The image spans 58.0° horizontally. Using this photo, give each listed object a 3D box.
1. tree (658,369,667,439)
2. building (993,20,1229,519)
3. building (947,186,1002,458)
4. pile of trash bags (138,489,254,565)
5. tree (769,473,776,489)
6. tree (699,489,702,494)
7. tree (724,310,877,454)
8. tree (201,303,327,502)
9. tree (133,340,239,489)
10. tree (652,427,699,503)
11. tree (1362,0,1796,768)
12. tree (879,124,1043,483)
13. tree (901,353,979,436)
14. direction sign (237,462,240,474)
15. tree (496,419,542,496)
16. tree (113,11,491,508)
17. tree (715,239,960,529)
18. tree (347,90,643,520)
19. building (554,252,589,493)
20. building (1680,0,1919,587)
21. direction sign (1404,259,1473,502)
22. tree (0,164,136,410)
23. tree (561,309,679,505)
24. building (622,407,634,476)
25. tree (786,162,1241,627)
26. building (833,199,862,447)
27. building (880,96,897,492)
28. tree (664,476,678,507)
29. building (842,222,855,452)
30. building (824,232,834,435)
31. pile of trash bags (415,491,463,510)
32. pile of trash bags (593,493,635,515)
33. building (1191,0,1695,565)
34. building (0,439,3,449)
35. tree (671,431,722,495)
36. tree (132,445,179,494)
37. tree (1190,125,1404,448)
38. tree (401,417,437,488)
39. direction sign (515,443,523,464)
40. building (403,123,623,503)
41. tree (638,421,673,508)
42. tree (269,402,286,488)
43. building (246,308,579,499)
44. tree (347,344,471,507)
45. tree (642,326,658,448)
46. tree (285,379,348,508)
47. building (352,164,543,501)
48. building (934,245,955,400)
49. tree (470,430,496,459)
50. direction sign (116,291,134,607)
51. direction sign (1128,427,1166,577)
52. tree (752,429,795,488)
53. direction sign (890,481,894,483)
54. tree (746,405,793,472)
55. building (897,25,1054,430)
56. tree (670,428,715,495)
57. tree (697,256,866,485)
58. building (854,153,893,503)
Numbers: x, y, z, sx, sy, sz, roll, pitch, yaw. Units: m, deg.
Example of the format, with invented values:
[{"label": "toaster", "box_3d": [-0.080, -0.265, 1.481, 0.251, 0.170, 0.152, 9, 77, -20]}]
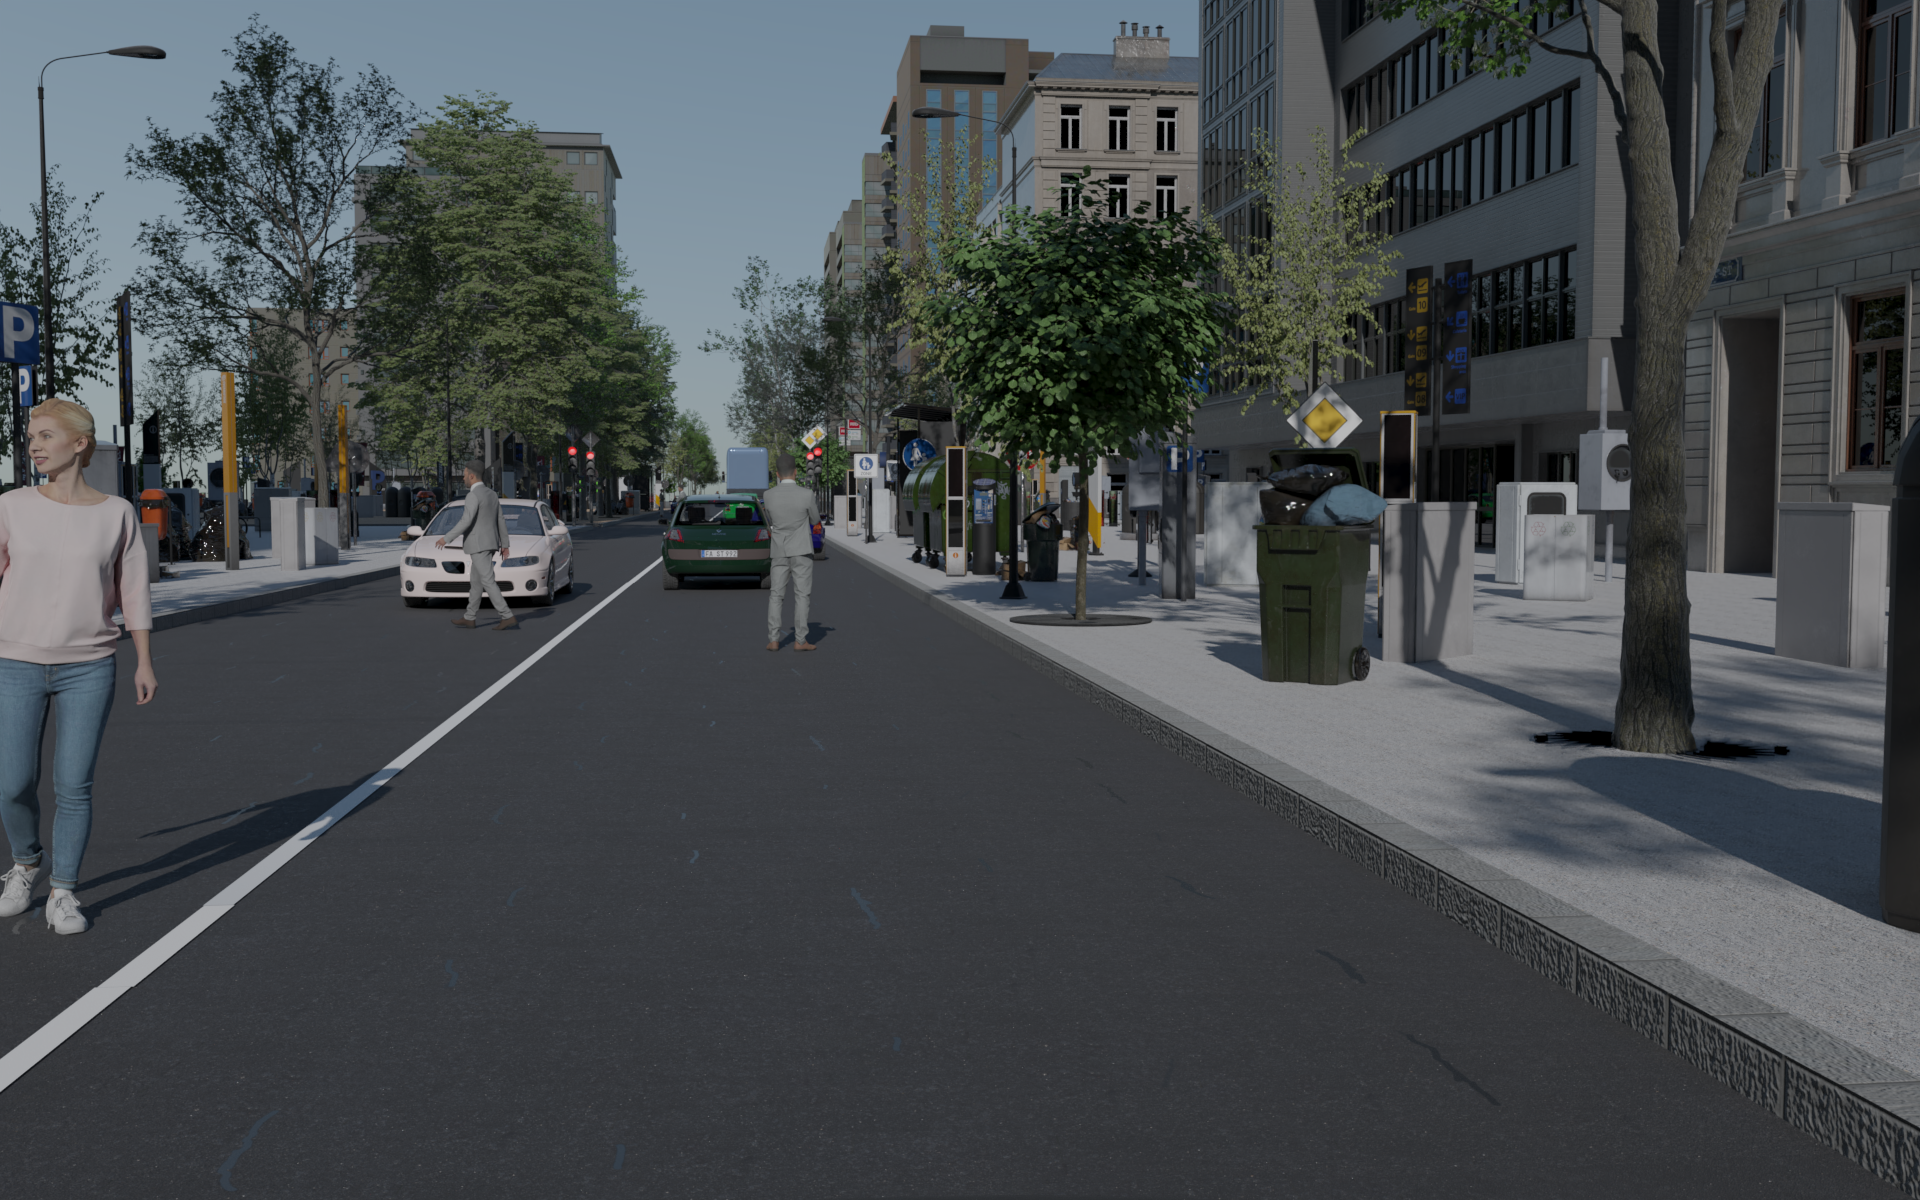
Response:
[{"label": "tree", "box_3d": [-20.583, -11.174, 100.818, 7.486, 12.596, 7.792, 0, 3, 0]}, {"label": "building", "box_3d": [15.146, -18.321, 96.817, 25.104, 27.353, 12.463, 0, 4, -7]}, {"label": "building", "box_3d": [5.331, -15.701, 111.469, 10.420, 20.320, 16.860, 0, 4, -7]}, {"label": "pile of trash bags", "box_3d": [-14.695, -1.405, 32.728, 1.912, 1.369, 3.447, 0, 4, -7]}, {"label": "tree", "box_3d": [-6.707, -6.008, 81.945, 4.285, 4.588, 4.351, 0, 3, 0]}, {"label": "tree", "box_3d": [-44.808, -21.337, 299.225, 4.737, 8.622, 4.395, 0, 3, 0]}, {"label": "tree", "box_3d": [-10.527, -12.555, 115.638, 12.009, 13.543, 11.850, 0, 3, 0]}, {"label": "tree", "box_3d": [-25.798, -6.999, 64.791, 4.737, 8.622, 4.395, 0, 3, 0]}, {"label": "tree", "box_3d": [-37.417, -8.164, 83.848, 4.360, 8.622, 3.978, 0, 3, 0]}, {"label": "tree", "box_3d": [-32.059, -14.700, 190.710, 4.737, 8.622, 4.395, 0, 3, 0]}, {"label": "tree", "box_3d": [3.671, -5.058, 8.449, 9.928, 11.665, 9.643, 0, 3, 0]}, {"label": "tree", "box_3d": [0.184, -5.166, 34.822, 4.737, 8.622, 4.395, 0, 3, 0]}, {"label": "tree", "box_3d": [-1.042, -8.741, 93.271, 4.360, 8.622, 3.978, 0, 3, 0]}, {"label": "direction sign", "box_3d": [-50.317, -7.833, 120.073, 0.876, 3.537, 0.379, 1, 4, 14]}, {"label": "tree", "box_3d": [-36.990, -11.937, 145.531, 4.360, 8.622, 3.978, 0, 3, 0]}, {"label": "tree", "box_3d": [-13.040, -6.120, 34.468, 7.601, 10.594, 8.767, -1, 4, -20]}, {"label": "tree", "box_3d": [-3.125, -7.893, 63.467, 7.601, 10.594, 8.767, 2, 4, 31]}, {"label": "tree", "box_3d": [-13.318, -8.024, 49.320, 7.486, 12.596, 7.792, 0, 3, 0]}, {"label": "building", "box_3d": [-50.217, -26.099, 198.412, 14.160, 30.474, 14.107, 0, 4, -7]}, {"label": "building", "box_3d": [18.295, -11.199, 19.265, 11.583, 22.565, 21.152, 0, 4, -7]}, {"label": "direction sign", "box_3d": [4.712, -1.538, 17.151, 0.379, 3.537, 0.876, -2, 4, -29]}, {"label": "tree", "box_3d": [-20.946, -5.433, 39.200, 4.737, 8.622, 4.395, 0, 3, 0]}, {"label": "tree", "box_3d": [-22.336, -12.546, 111.782, 9.857, 13.997, 8.962, 0, 3, 0]}, {"label": "building", "box_3d": [-67.934, -26.837, 283.818, 27.650, 21.520, 28.899, 0, 4, -7]}, {"label": "tree", "box_3d": [1.152, -2.051, 17.243, 4.285, 4.588, 4.351, 0, 3, 0]}, {"label": "building", "box_3d": [-8.785, -40.177, 280.593, 21.300, 48.544, 21.600, 0, 4, -7]}, {"label": "building", "box_3d": [2.760, -32.760, 190.246, 22.147, 44.769, 28.867, 0, 4, -7]}, {"label": "tree", "box_3d": [-28.055, -10.520, 166.603, 1.663, 3.219, 1.824, 0, 3, 0]}, {"label": "building", "box_3d": [-10.847, -35.390, 262.218, 14.154, 41.232, 14.086, 0, 4, -7]}, {"label": "building", "box_3d": [-12.514, -41.494, 302.132, 21.300, 48.544, 21.600, 0, 4, -7]}, {"label": "pile of trash bags", "box_3d": [-15.409, -2.662, 53.269, 1.912, 1.369, 3.447, 2, 4, 25]}, {"label": "pile of trash bags", "box_3d": [-20.999, -5.899, 106.196, 1.912, 1.369, 3.447, -3, 5, -44]}, {"label": "building", "box_3d": [16.672, -13.862, 45.718, 14.314, 24.678, 30.058, 0, 4, -7]}, {"label": "building", "box_3d": [-42.959, -23.611, 40.657, 28.867, 44.769, 22.147, 0, 4, -7]}, {"label": "tree", "box_3d": [-44.297, -22.821, 290.122, 9.611, 12.733, 9.660, 0, 3, 0]}, {"label": "tree", "box_3d": [-27.618, -3.919, 58.685, 1.663, 3.219, 1.824, 0, 3, 0]}, {"label": "tree", "box_3d": [6.684, -5.108, 33.876, 4.737, 8.622, 4.395, 0, 3, 0]}, {"label": "tree", "box_3d": [-44.599, -11.840, 143.947, 4.737, 8.622, 4.395, 0, 3, 0]}, {"label": "direction sign", "box_3d": [-19.695, -5.164, 76.423, 0.876, 3.537, 0.379, 0, 4, 3]}, {"label": "building", "box_3d": [-64.716, -40.690, 254.527, 28.713, 52.752, 27.495, 0, 4, -7]}, {"label": "tree", "box_3d": [-28.555, -12.902, 161.307, 4.360, 8.622, 3.978, 0, 3, 0]}, {"label": "tree", "box_3d": [-46.224, -10.353, 119.641, 4.360, 8.622, 3.978, 0, 3, 0]}, {"label": "building", "box_3d": [-54.046, -20.278, 176.581, 27.650, 21.520, 28.899, 0, 4, -7]}, {"label": "tree", "box_3d": [-25.908, -8.028, 81.613, 4.360, 8.622, 3.978, 0, 3, 0]}, {"label": "tree", "box_3d": [-18.797, -10.154, 84.147, 7.486, 12.596, 7.792, 0, 3, 0]}, {"label": "tree", "box_3d": [-39.673, -9.724, 109.357, 4.360, 8.622, 3.978, 0, 3, 0]}, {"label": "building", "box_3d": [-45.607, -23.480, 155.596, 14.160, 30.474, 14.107, 0, 4, -7]}, {"label": "building", "box_3d": [5.208, -19.460, 137.263, 14.460, 24.649, 34.723, 0, 4, -7]}, {"label": "tree", "box_3d": [-34.583, -10.338, 119.393, 4.360, 8.622, 3.978, 0, 3, 0]}, {"label": "direction sign", "box_3d": [-9.485, -1.697, 19.738, 0.379, 3.537, 0.876, -2, 4, -33]}, {"label": "direction sign", "box_3d": [2.795, -2.126, 26.759, 0.876, 3.537, 0.379, -2, 4, -26]}, {"label": "tree", "box_3d": [-17.220, -13.036, 163.504, 4.737, 8.622, 4.395, 0, 3, 0]}, {"label": "direction sign", "box_3d": [-5.150, -8.037, 123.395, 0.876, 3.537, 0.379, 0, 4, 1]}, {"label": "tree", "box_3d": [-23.483, -18.389, 218.793, 7.486, 12.596, 7.792, 0, 3, 0]}, {"label": "building", "box_3d": [1.407, -31.670, 167.922, 14.600, 45.320, 14.200, 0, 4, -7]}, {"label": "tree", "box_3d": [-38.098, -19.001, 245.083, 7.601, 10.594, 8.767, 0, 4, -8]}, {"label": "tree", "box_3d": [-14.082, -17.284, 138.481, 12.611, 20.169, 13.585, 0, 3, 0]}, {"label": "building", "box_3d": [-4.985, -32.257, 210.993, 14.154, 41.232, 14.086, 0, 4, -7]}]
